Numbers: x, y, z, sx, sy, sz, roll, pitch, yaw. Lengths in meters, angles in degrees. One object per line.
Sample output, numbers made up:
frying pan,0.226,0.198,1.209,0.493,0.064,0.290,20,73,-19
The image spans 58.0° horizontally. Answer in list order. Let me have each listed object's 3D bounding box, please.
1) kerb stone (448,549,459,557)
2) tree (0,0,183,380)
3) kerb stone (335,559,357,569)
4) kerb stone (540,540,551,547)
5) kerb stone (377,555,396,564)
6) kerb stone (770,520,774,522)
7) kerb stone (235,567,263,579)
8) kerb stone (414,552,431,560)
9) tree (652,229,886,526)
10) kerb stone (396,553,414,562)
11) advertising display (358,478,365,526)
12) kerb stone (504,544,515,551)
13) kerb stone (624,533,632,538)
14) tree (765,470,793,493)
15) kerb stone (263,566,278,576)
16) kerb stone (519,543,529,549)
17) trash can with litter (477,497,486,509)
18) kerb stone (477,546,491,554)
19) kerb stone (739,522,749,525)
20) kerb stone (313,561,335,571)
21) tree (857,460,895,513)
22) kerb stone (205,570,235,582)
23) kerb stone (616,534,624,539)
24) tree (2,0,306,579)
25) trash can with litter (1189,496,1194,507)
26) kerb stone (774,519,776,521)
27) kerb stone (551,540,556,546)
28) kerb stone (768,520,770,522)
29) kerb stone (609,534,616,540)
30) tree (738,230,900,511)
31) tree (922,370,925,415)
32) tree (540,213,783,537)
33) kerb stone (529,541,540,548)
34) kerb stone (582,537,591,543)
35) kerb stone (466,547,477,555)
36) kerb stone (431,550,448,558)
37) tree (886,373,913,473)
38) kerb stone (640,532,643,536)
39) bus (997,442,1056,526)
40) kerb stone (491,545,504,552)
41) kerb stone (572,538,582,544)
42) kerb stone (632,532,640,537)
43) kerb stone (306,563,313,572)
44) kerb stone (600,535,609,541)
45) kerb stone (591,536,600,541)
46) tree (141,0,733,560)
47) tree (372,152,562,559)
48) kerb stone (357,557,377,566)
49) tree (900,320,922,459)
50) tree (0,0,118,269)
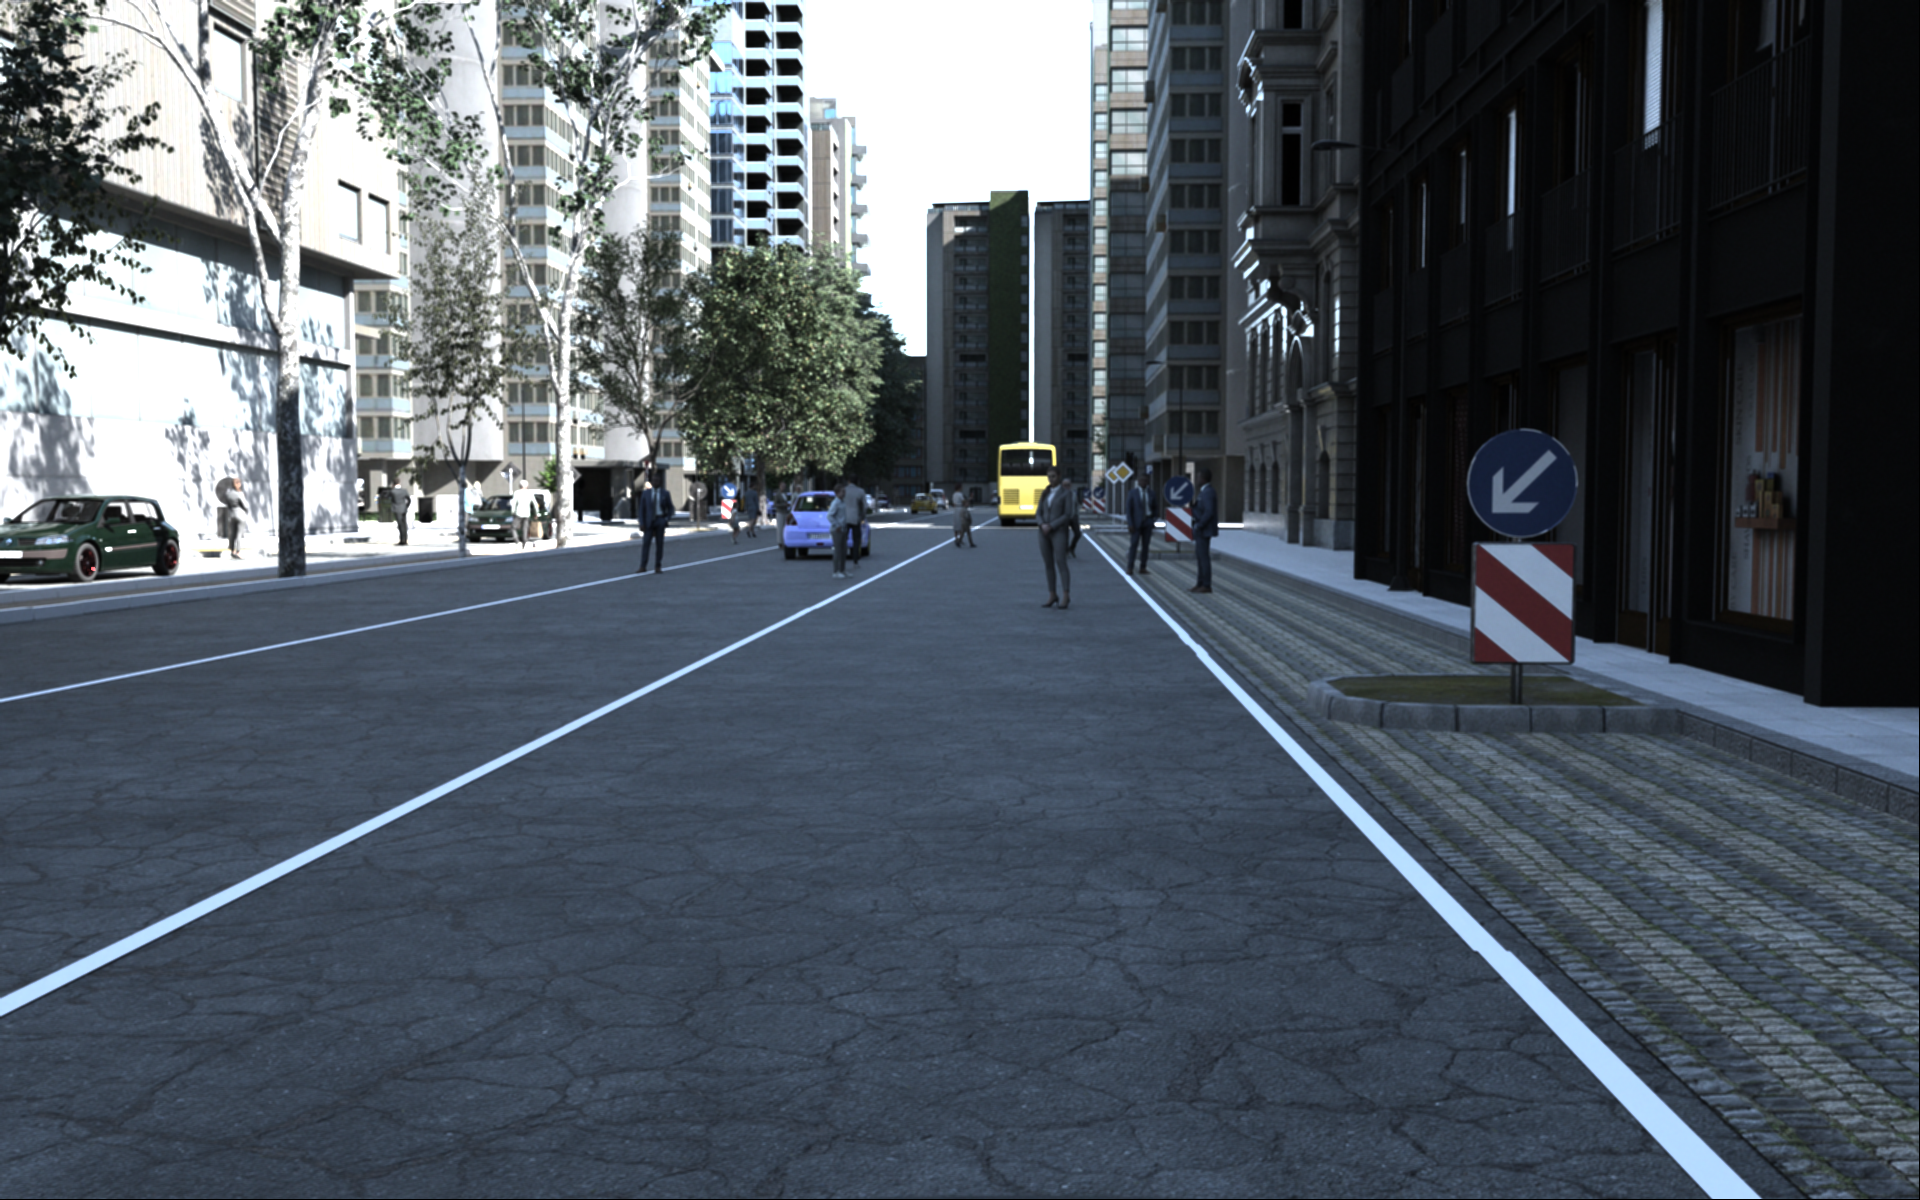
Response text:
kerb stone,-11.676,-1.068,39.665,0.120,0.150,1.000,0,4,3
tree,-11.457,-4.121,20.194,4.360,8.622,3.978,0,3,0
kerb stone,-11.976,-0.692,33.512,0.120,0.150,1.000,0,4,3
kerb stone,-11.327,-1.506,46.824,0.120,0.150,1.000,0,4,3
kerb stone,-11.881,-0.817,35.562,0.120,0.150,1.000,0,4,3
kerb stone,-9.438,-3.857,85.257,0.120,0.150,1.000,0,4,3
kerb stone,-12.176,-0.442,29.429,0.120,0.150,1.000,0,4,3
kerb stone,-11.785,-0.943,37.611,0.120,0.150,1.000,0,4,3
tree,-8.591,-9.489,74.617,9.611,12.733,9.660,0,3,0
kerb stone,-11.828,-0.880,36.583,0.120,0.150,1.000,0,4,3
advertising display,-24.515,-3.956,69.895,0.974,1.923,0.123,-1,4,-11
kerb stone,-11.475,-1.318,43.753,0.120,0.150,1.000,0,4,3
kerb stone,-10.867,-2.069,56.040,0.120,0.150,1.000,0,4,3
tree,-15.355,-9.814,144.178,4.285,4.588,4.351,0,3,0
kerb stone,-12.131,-0.505,30.450,0.120,0.150,1.000,0,4,3
kerb stone,-11.424,-1.381,44.781,0.120,0.150,1.000,0,4,3
trash can with litter,-30.759,-6.047,110.260,0.624,1.170,1.055,3,4,39
kerb stone,-11.578,-1.193,41.707,0.120,0.150,1.000,0,4,3
kerb stone,-9.780,-3.416,78.094,0.120,0.150,1.000,0,4,3
kerb stone,-12.037,-0.630,32.492,0.120,0.150,1.000,0,4,3
tree,-6.187,-10.796,129.336,4.360,8.622,3.978,0,3,0
kerb stone,-12.225,-0.380,28.407,0.120,0.150,1.000,0,4,3
kerb stone,-10.925,-2.008,55.019,0.120,0.150,1.000,0,4,3
tree,-12.027,-10.404,28.449,12.611,20.169,13.585,0,3,0
trash can with litter,13.609,-5.562,101.997,1.678,1.210,2.233,0,4,-7
kerb stone,-9.379,-3.919,86.277,0.120,0.150,1.000,0,4,3
kerb stone,-11.265,-1.568,47.844,0.120,0.150,1.000,0,4,3
kerb stone,-9.481,-3.792,84.235,0.120,0.150,1.000,0,4,3
kerb stone,-10.978,-1.945,53.999,0.120,0.150,1.000,0,4,3
tree,-7.952,-10.719,84.374,9.857,13.997,8.962,0,3,0
tree,-6.740,-12.700,116.749,9.857,13.997,8.962,0,3,0
tree,-9.751,-7.286,55.989,8.767,10.594,7.601,0,4,3
kerb stone,-11.370,-1.437,45.802,0.120,0.150,1.000,0,4,3
kerb stone,-11.118,-1.757,50.925,0.120,0.150,1.000,0,4,3
kerb stone,-11.630,-1.131,40.686,0.120,0.150,1.000,0,4,3
kerb stone,-11.719,-1.003,38.641,0.120,0.150,1.000,0,4,3
tree,-7.564,-10.757,95.341,9.611,12.733,9.660,0,3,0
kerb stone,-10.759,-2.195,58.087,0.120,0.150,1.000,0,4,3
bus,3.153,-5.428,80.291,2.896,3.916,12.252,0,4,3
kerb stone,-11.532,-1.256,42.732,0.120,0.150,1.000,0,4,3
kerb stone,-11.170,-1.693,49.904,0.120,0.150,1.000,0,4,3
kerb stone,-10.819,-2.131,57.067,0.120,0.150,1.000,0,4,3
kerb stone,-12.083,-0.567,31.471,0.120,0.150,1.000,0,4,3
kerb stone,-11.015,-1.883,52.977,0.120,0.150,1.000,0,4,3
kerb stone,-11.072,-1.820,51.946,0.120,0.150,1.000,0,4,3
tree,-11.520,-11.452,45.584,12.611,20.169,13.585,0,3,0
tree,-10.733,-5.168,37.318,4.360,8.622,3.978,0,3,0
kerb stone,-11.933,-0.753,34.541,0.120,0.150,1.000,0,4,3
tree,-7.313,-11.988,105.117,9.857,13.997,8.962,0,3,0
tree,-12.096,-5.702,12.696,9.611,12.733,9.660,0,3,0
